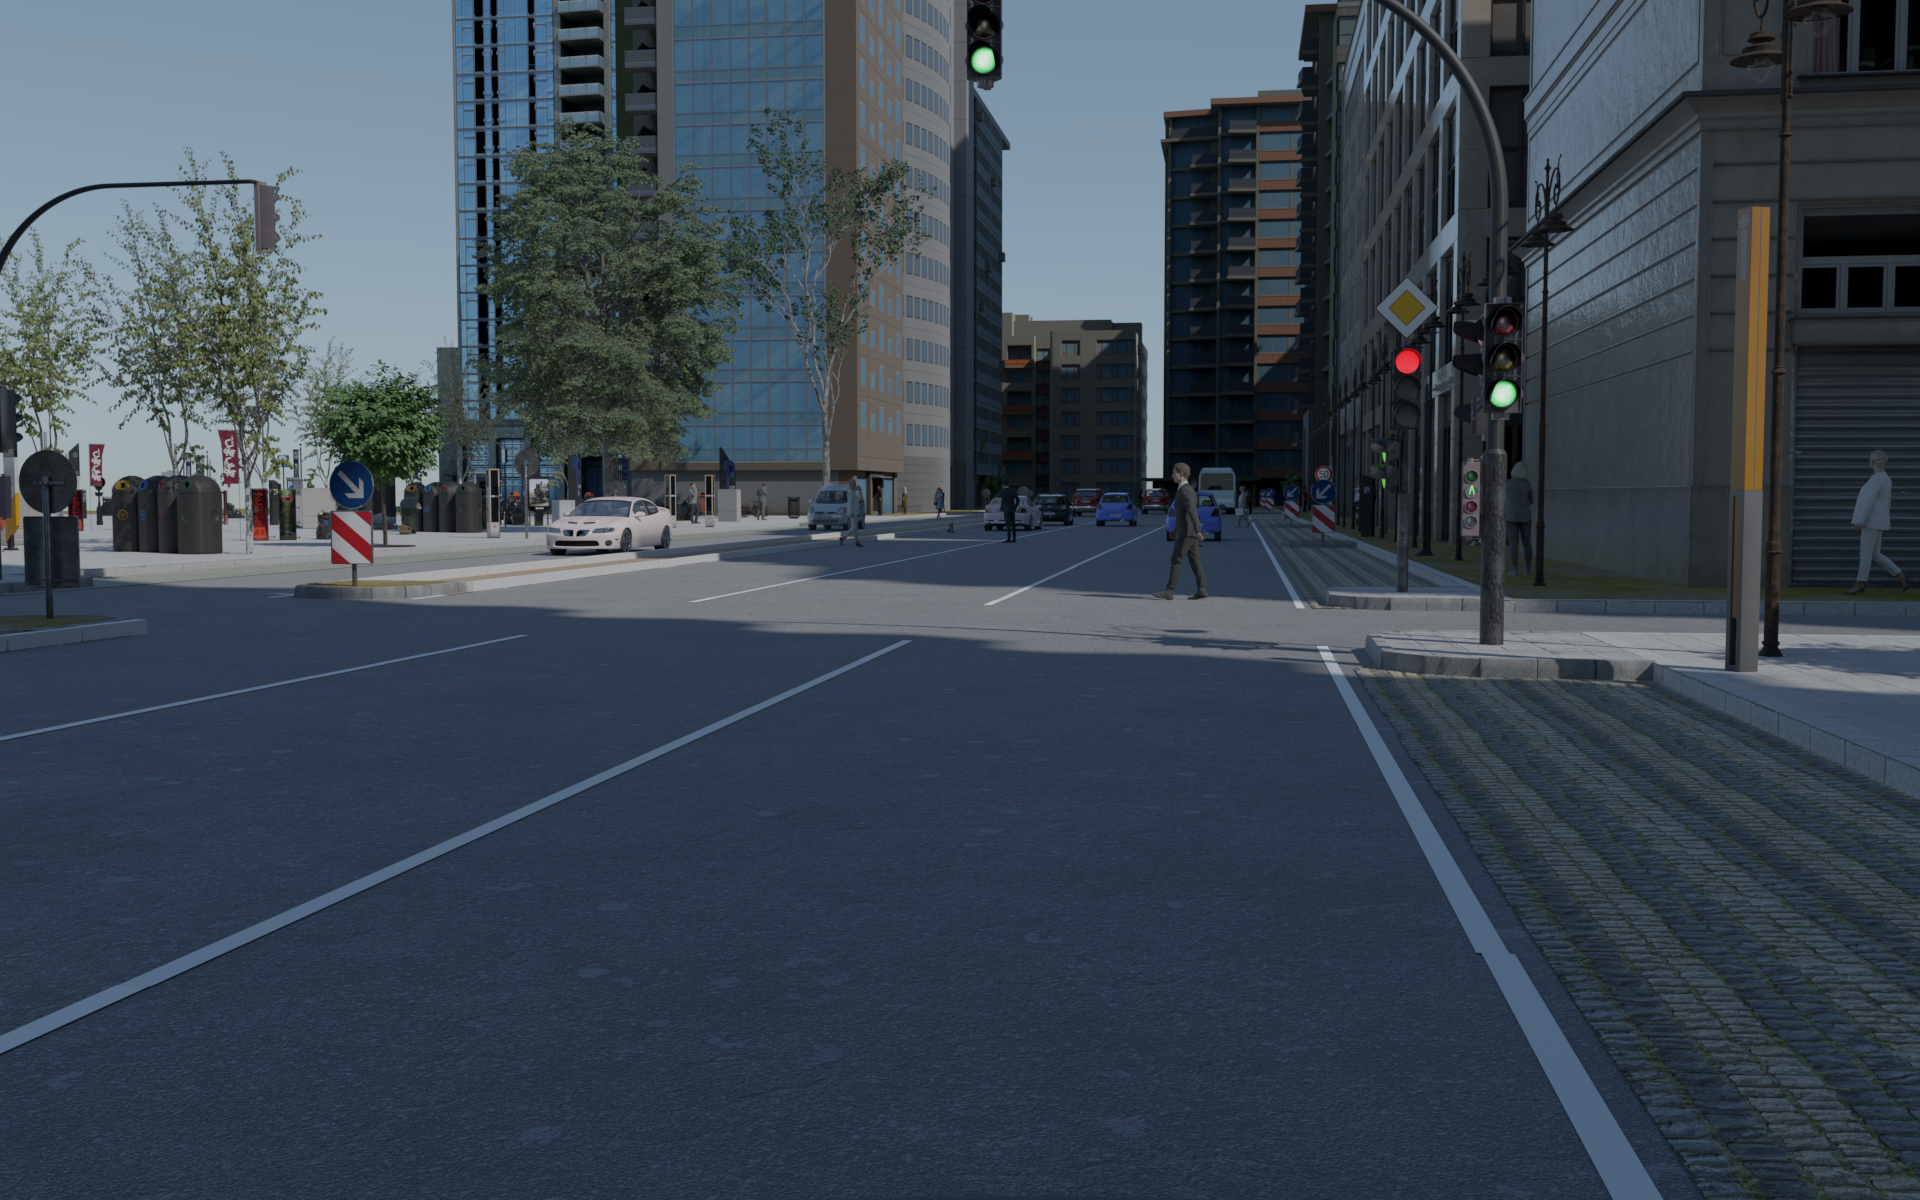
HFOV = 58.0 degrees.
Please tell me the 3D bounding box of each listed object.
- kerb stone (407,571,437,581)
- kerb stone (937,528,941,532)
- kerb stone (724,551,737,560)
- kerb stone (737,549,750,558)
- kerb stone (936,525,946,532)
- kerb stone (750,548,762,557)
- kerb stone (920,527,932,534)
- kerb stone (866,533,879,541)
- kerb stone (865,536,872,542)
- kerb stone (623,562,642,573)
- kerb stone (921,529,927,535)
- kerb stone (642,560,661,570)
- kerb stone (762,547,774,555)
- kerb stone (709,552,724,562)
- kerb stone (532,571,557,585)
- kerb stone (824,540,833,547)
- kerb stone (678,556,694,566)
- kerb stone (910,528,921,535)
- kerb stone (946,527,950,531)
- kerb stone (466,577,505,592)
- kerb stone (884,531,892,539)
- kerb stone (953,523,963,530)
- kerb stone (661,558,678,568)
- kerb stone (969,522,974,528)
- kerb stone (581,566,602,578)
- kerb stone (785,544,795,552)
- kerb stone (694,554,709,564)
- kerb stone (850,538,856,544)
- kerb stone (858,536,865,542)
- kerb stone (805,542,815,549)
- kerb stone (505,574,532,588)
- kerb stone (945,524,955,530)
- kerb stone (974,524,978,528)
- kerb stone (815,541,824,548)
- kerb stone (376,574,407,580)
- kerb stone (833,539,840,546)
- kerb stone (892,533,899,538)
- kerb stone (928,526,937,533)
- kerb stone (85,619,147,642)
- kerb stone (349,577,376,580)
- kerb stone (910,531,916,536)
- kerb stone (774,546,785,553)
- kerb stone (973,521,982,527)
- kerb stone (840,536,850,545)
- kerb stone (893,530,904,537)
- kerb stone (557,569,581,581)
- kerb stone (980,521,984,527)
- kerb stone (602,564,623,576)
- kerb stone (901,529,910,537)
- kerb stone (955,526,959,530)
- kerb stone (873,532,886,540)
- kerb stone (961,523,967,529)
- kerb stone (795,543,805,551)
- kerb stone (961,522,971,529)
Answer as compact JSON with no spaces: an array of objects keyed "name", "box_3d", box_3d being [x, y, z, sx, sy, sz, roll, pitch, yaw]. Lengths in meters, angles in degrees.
[{"name":"kerb stone","box_3d":[-8.835,-0.365,28.163,0.120,0.150,1.000,1,4,9]},{"name":"kerb stone","box_3d":[-0.942,-2.576,64.314,0.120,0.150,1.000,1,4,9]},{"name":"kerb stone","box_3d":[-5.148,-0.965,37.967,0.120,0.150,1.000,1,4,9]},{"name":"kerb stone","box_3d":[-4.986,-1.026,38.977,0.120,0.150,1.000,1,4,9]},{"name":"kerb stone","box_3d":[-0.772,-2.637,65.322,0.120,0.150,1.000,1,4,9]},{"name":"kerb stone","box_3d":[-4.825,-1.089,39.997,0.120,0.150,1.000,1,4,9]},{"name":"kerb stone","box_3d":[-1.257,-2.452,62.293,0.120,0.150,1.000,1,4,9]},{"name":"kerb stone","box_3d":[-2.717,-1.895,53.178,0.120,0.150,1.000,1,4,9]},{"name":"kerb stone","box_3d":[-2.876,-1.832,52.155,0.120,0.150,1.000,1,4,9]},{"name":"kerb stone","box_3d":[-6.117,-0.591,31.869,0.120,0.150,1.000,1,4,9]},{"name":"kerb stone","box_3d":[-1.416,-2.391,61.281,0.120,0.150,1.000,1,4,9]},{"name":"kerb stone","box_3d":[-5.956,-0.654,32.890,0.120,0.150,1.000,1,4,9]},{"name":"kerb stone","box_3d":[-4.663,-1.151,41.010,0.120,0.150,1.000,1,4,9]},{"name":"kerb stone","box_3d":[-5.302,-0.902,36.949,0.120,0.150,1.000,1,4,9]},{"name":"kerb stone","box_3d":[-6.761,-0.344,27.823,0.120,0.150,1.000,1,4,9]},{"name":"kerb stone","box_3d":[-3.683,-1.523,47.090,0.120,0.150,1.000,1,4,9]},{"name":"kerb stone","box_3d":[-5.632,-0.776,34.924,0.120,0.150,1.000,1,4,9]},{"name":"kerb stone","box_3d":[-1.585,-2.329,60.272,0.120,0.150,1.000,1,4,9]},{"name":"kerb stone","box_3d":[-0.615,-2.700,66.344,0.120,0.150,1.000,1,4,9]},{"name":"kerb stone","box_3d":[-7.087,-0.221,25.804,0.120,0.150,1.000,1,4,9]},{"name":"kerb stone","box_3d":[-2.391,-2.019,55.205,0.120,0.150,1.000,1,4,9]},{"name":"kerb stone","box_3d":[-0.128,-2.882,69.379,0.120,0.150,1.000,1,4,9]},{"name":"kerb stone","box_3d":[-5.784,-0.713,33.913,0.120,0.150,1.000,1,4,9]},{"name":"kerb stone","box_3d":[0.363,-3.072,72.416,0.120,0.150,1.000,1,4,9]},{"name":"kerb stone","box_3d":[-6.444,-0.467,29.845,0.120,0.150,1.000,1,4,9]},{"name":"kerb stone","box_3d":[-4.335,-1.271,43.030,0.120,0.150,1.000,1,4,9]},{"name":"kerb stone","box_3d":[-5.479,-0.837,35.935,0.120,0.150,1.000,1,4,9]},{"name":"kerb stone","box_3d":[-3.198,-1.706,50.122,0.120,0.150,1.000,1,4,9]},{"name":"kerb stone","box_3d":[-3.037,-1.770,51.142,0.120,0.150,1.000,1,4,9]},{"name":"kerb stone","box_3d":[-4.013,-1.398,45.056,0.120,0.150,1.000,1,4,9]},{"name":"kerb stone","box_3d":[-6.924,-0.282,26.813,0.120,0.150,1.000,1,4,9]},{"name":"kerb stone","box_3d":[-0.444,-2.759,67.358,0.120,0.150,1.000,1,4,9]},{"name":"kerb stone","box_3d":[0.533,-3.134,73.430,0.120,0.150,1.000,1,4,9]},{"name":"kerb stone","box_3d":[-3.849,-1.460,46.069,0.120,0.150,1.000,1,4,9]},{"name":"kerb stone","box_3d":[-8.993,-0.301,27.142,0.120,0.150,1.000,1,4,9]},{"name":"kerb stone","box_3d":[-3.520,-1.584,48.099,0.120,0.150,1.000,1,4,9]},{"name":"kerb stone","box_3d":[-2.223,-2.081,56.221,0.120,0.150,1.000,1,4,9]},{"name":"kerb stone","box_3d":[-1.086,-2.511,63.302,0.120,0.150,1.000,1,4,9]},{"name":"kerb stone","box_3d":[-8.460,0.303,17.249,0.120,0.150,1.000,1,4,9]},{"name":"kerb stone","box_3d":[-9.160,-0.234,26.134,0.120,0.150,1.000,1,4,9]},{"name":"kerb stone","box_3d":[-1.740,-2.260,59.253,0.120,0.150,1.000,1,4,9]},{"name":"kerb stone","box_3d":[-4.497,-1.213,42.020,0.120,0.150,1.000,1,4,9]},{"name":"kerb stone","box_3d":[0.693,-3.196,74.446,0.120,0.150,1.000,1,4,9]},{"name":"kerb stone","box_3d":[-3.362,-1.646,49.111,0.120,0.150,1.000,1,4,9]},{"name":"kerb stone","box_3d":[-2.073,-2.143,57.235,0.120,0.150,1.000,1,4,9]},{"name":"kerb stone","box_3d":[-6.602,-0.406,28.833,0.120,0.150,1.000,1,4,9]},{"name":"kerb stone","box_3d":[0.840,-3.258,75.468,0.120,0.150,1.000,1,4,9]},{"name":"kerb stone","box_3d":[-6.284,-0.530,30.861,0.120,0.150,1.000,1,4,9]},{"name":"kerb stone","box_3d":[-1.908,-2.203,58.244,0.120,0.150,1.000,1,4,9]},{"name":"kerb stone","box_3d":[-0.286,-2.822,68.369,0.120,0.150,1.000,1,4,9]},{"name":"kerb stone","box_3d":[-2.556,-1.957,54.188,0.120,0.150,1.000,1,4,9]},{"name":"kerb stone","box_3d":[0.036,-2.945,70.395,0.120,0.150,1.000,1,4,9]},{"name":"kerb stone","box_3d":[-4.176,-1.336,44.047,0.120,0.150,1.000,1,4,9]},{"name":"kerb stone","box_3d":[0.197,-3.009,71.405,0.120,0.150,1.000,1,4,9]}]
